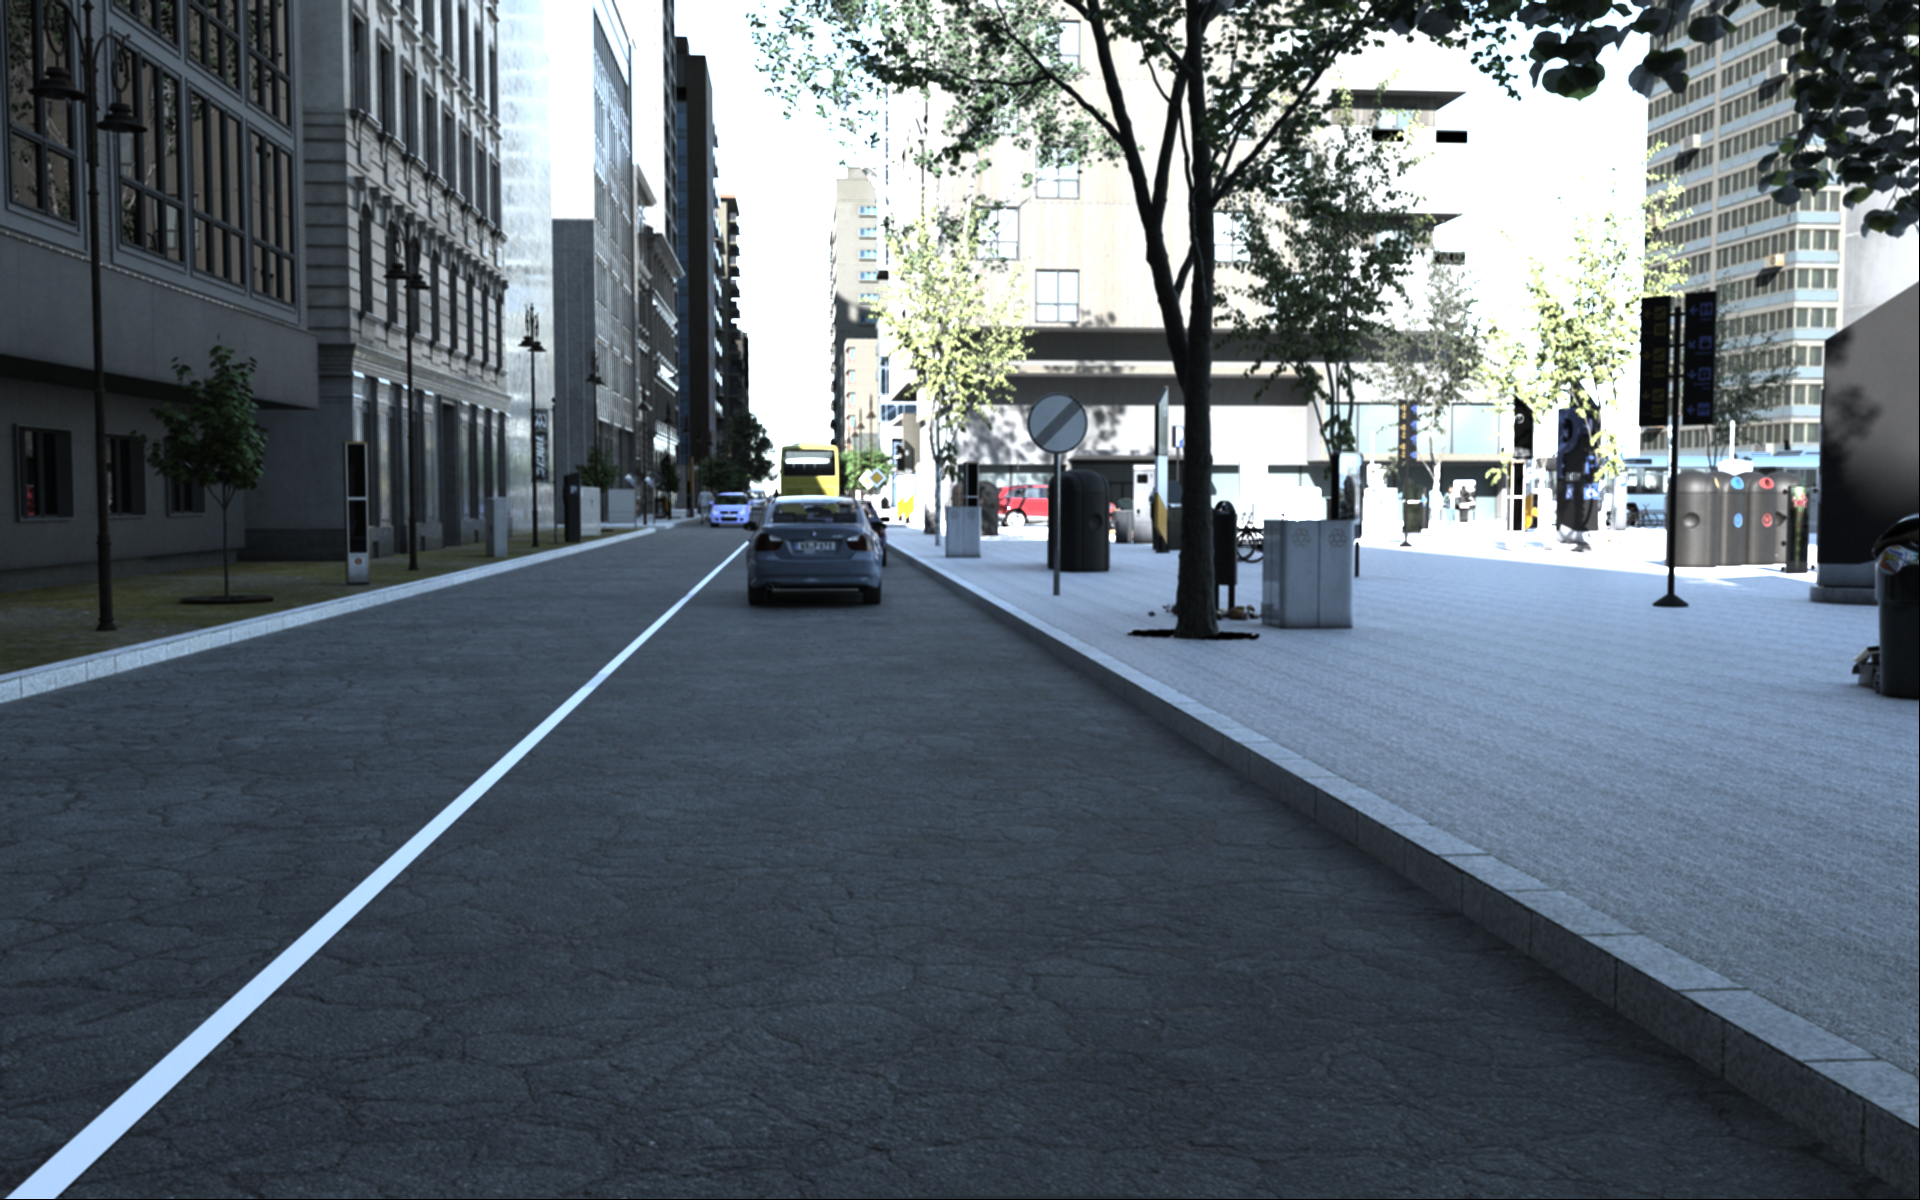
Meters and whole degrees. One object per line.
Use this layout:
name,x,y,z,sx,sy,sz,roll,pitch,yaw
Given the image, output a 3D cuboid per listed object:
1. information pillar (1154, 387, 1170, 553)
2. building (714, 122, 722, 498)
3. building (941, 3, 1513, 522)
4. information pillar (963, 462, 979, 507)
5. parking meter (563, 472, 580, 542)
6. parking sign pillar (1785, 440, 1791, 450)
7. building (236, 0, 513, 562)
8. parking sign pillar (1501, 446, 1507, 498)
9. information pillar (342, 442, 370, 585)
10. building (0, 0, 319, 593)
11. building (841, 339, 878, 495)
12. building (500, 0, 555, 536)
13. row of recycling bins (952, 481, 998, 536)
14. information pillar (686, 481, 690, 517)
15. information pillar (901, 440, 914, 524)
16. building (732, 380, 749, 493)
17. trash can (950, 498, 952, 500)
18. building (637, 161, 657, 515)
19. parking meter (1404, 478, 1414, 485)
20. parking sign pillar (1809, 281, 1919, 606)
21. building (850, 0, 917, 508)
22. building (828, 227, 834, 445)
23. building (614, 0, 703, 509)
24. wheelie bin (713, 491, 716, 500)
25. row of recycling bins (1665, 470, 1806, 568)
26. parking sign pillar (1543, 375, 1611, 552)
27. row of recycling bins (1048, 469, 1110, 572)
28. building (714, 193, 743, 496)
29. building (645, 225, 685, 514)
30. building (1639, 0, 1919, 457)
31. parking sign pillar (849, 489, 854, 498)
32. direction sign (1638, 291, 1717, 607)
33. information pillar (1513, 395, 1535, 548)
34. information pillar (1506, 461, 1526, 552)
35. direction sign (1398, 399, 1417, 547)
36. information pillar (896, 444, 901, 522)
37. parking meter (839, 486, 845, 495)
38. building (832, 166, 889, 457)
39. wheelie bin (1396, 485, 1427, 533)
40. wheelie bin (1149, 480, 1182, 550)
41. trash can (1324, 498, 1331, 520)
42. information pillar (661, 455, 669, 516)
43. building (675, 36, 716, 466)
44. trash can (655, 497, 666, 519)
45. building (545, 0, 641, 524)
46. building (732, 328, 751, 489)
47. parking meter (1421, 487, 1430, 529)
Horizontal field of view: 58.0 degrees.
information pillar,4.388,-2.835,37.713,0.183,3.616,0.504,2,4,32
building,-38.582,-35.232,195.657,23.786,49.044,30.456,0,4,-5
building,10.895,-30.590,89.384,27.495,52.752,28.713,0,4,-5
information pillar,0.254,-2.166,39.902,0.304,2.012,0.304,-1,4,-14
parking meter,-10.358,-2.476,46.188,0.399,1.863,0.255,-2,4,-34
parking sign pillar,41.718,-6.022,86.934,1.447,3.967,1.447,3,4,38
building,-16.961,-11.724,40.842,9.793,20.994,18.267,0,4,-5
parking sign pillar,31.436,-6.898,101.261,1.447,3.967,1.447,2,4,26
information pillar,-8.519,-1.220,24.440,0.304,2.012,0.304,-2,4,-25
building,-17.552,-13.779,18.792,14.314,27.812,24.014,0,4,-5
building,-0.129,-22.209,208.152,27.650,21.520,28.899,0,4,-5
building,-22.301,-12.264,55.268,16.860,20.320,10.420,0,4,-5
row of recycling bins,0.417,-2.889,54.352,1.069,1.692,3.534,-1,4,-12
information pillar,-14.971,-5.591,95.910,0.304,2.012,0.304,1,4,10
information pillar,-2.201,-5.106,74.832,0.504,3.616,0.183,3,4,36
building,-47.826,-26.248,274.198,27.650,21.520,28.899,0,4,-5
trash can,-0.009,-3.278,65.248,0.748,1.137,0.748,0,3,0
building,-24.099,-16.692,101.786,11.050,23.489,19.941,0,4,-5
parking meter,16.454,-3.535,63.501,0.255,1.863,0.399,3,4,37
parking sign pillar,10.874,-1.954,20.419,1.447,3.967,1.447,1,4,22
building,0.323,-52.815,176.190,22.319,86.520,31.000,0,4,-5
building,-9.908,-38.096,277.490,22.147,44.769,28.867,0,4,-5
building,-33.725,-43.808,154.510,20.563,71.187,20.611,0,4,-5
wheelie bin,-18.452,-7.359,128.229,0.693,1.594,0.980,2,4,25
row of recycling bins,13.898,-1.466,31.085,3.534,1.692,1.069,-2,4,-34
parking sign pillar,13.848,-3.076,38.765,1.447,3.967,1.447,0,4,-6
row of recycling bins,2.000,-1.407,30.112,1.069,1.692,3.534,0,4,0
building,-42.168,-36.069,244.348,22.147,44.769,28.867,0,4,-5
building,-25.926,-17.497,122.240,11.583,22.565,21.152,0,4,-5
building,54.305,-24.778,96.994,23.993,40.220,32.217,0,4,-5
parking sign pillar,-8.817,-9.358,141.469,1.447,3.967,1.447,0,4,-5
direction sign,8.143,-1.697,19.739,0.379,3.537,0.876,-3,5,-40
information pillar,13.271,-3.028,40.855,0.504,3.616,0.183,3,5,40
information pillar,12.333,-2.078,38.461,0.304,2.012,0.304,0,4,-4
direction sign,10.793,-3.047,41.814,0.379,3.537,0.876,3,5,42
information pillar,-2.710,-5.469,80.775,0.504,3.616,0.183,1,4,20
parking meter,-8.549,-7.336,125.647,0.399,1.863,0.255,3,5,43
building,-7.620,-38.446,252.292,21.300,48.544,21.600,0,4,-5
wheelie bin,14.966,-3.028,57.419,0.980,1.594,0.693,1,4,15
wheelie bin,4.761,-1.956,39.882,0.980,1.594,0.693,-2,4,-34
trash can,12.780,-2.893,58.950,0.748,1.137,0.748,0,3,0
information pillar,-17.060,-6.671,100.428,0.504,3.616,0.183,1,4,20
building,-31.867,-32.019,173.625,14.600,45.320,14.200,0,4,-5
trash can,-15.734,-4.834,90.693,0.748,1.137,0.748,0,3,0
building,-22.235,-16.141,81.933,12.078,24.808,19.932,0,4,-5
building,-43.170,-32.061,295.905,14.160,30.474,14.107,0,4,-5
parking meter,16.877,-3.337,62.967,0.372,1.533,0.369,0,3,0
